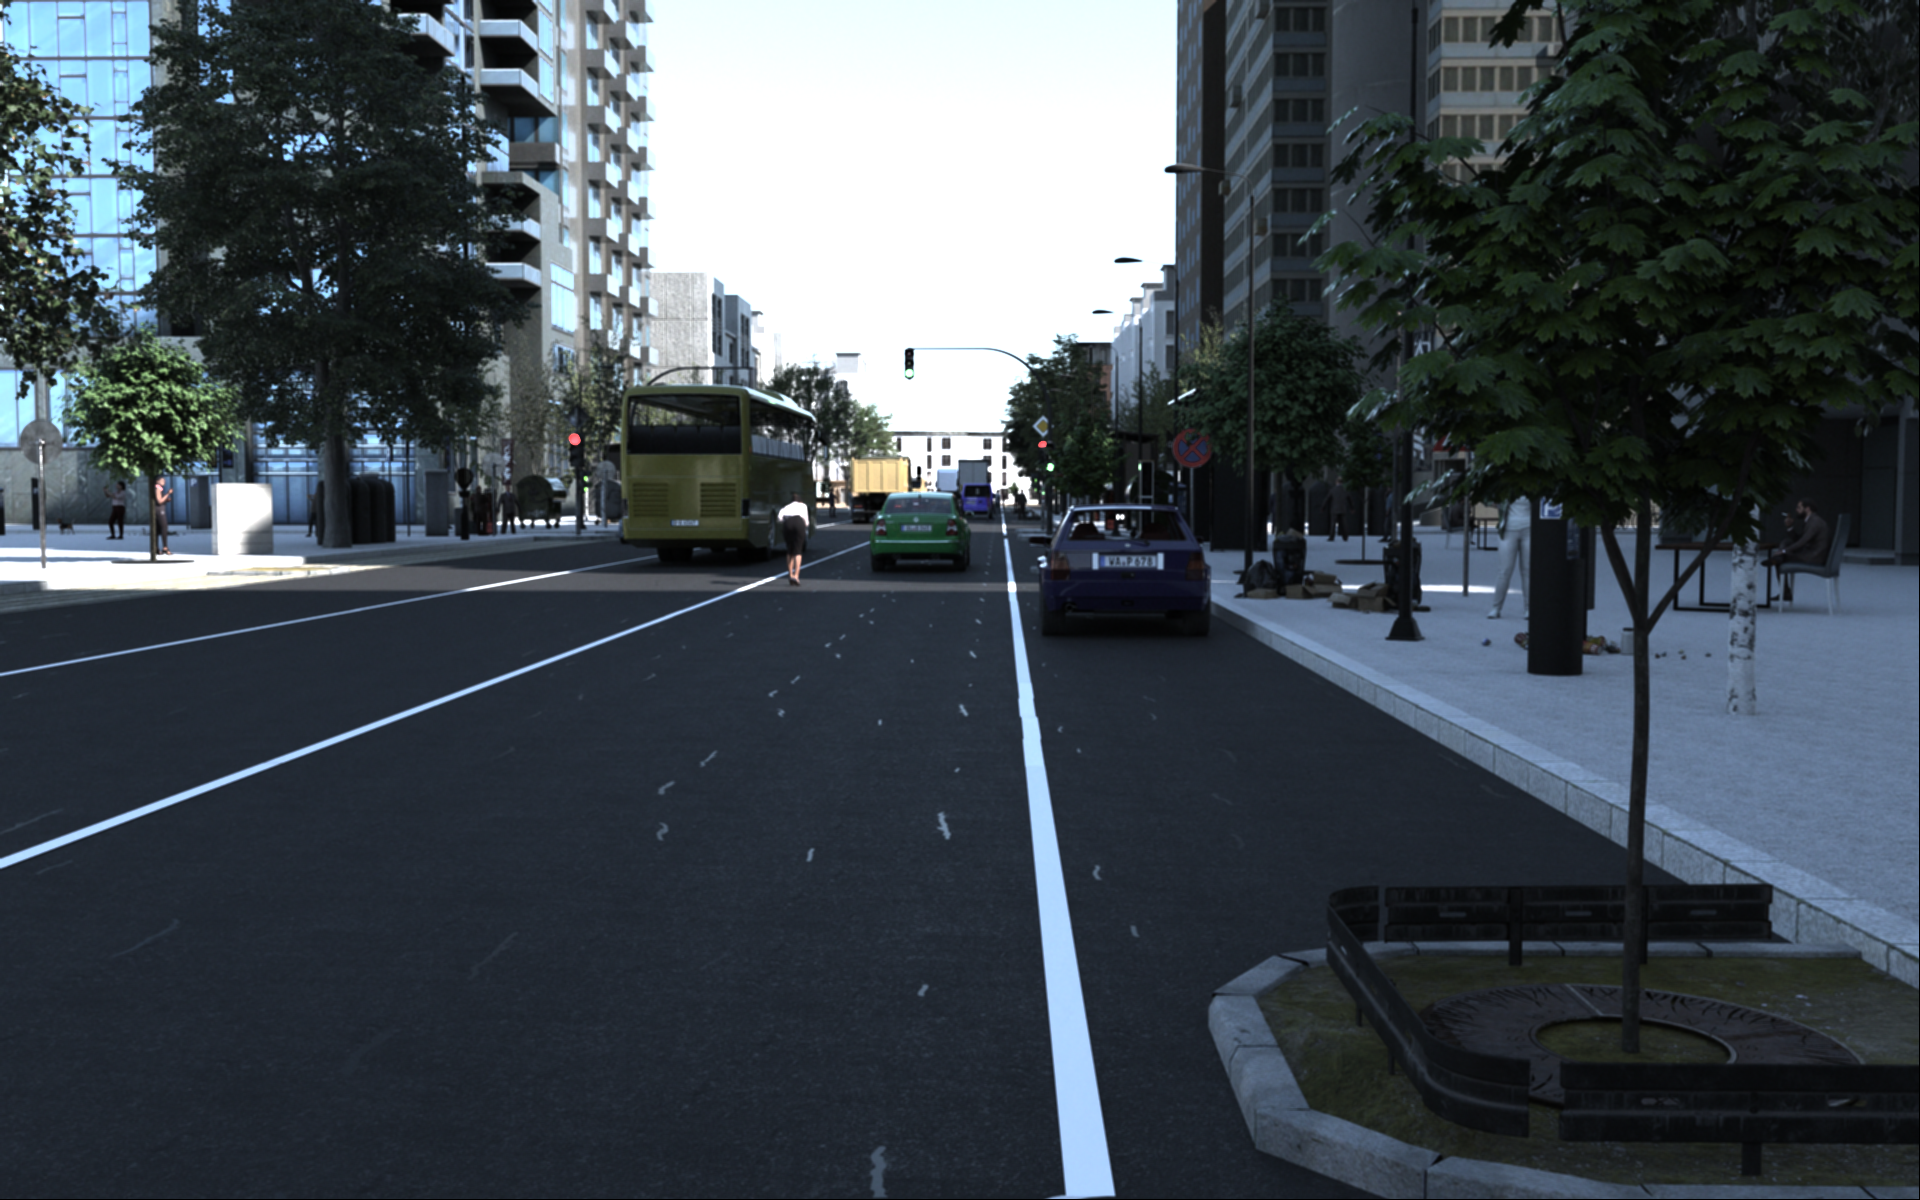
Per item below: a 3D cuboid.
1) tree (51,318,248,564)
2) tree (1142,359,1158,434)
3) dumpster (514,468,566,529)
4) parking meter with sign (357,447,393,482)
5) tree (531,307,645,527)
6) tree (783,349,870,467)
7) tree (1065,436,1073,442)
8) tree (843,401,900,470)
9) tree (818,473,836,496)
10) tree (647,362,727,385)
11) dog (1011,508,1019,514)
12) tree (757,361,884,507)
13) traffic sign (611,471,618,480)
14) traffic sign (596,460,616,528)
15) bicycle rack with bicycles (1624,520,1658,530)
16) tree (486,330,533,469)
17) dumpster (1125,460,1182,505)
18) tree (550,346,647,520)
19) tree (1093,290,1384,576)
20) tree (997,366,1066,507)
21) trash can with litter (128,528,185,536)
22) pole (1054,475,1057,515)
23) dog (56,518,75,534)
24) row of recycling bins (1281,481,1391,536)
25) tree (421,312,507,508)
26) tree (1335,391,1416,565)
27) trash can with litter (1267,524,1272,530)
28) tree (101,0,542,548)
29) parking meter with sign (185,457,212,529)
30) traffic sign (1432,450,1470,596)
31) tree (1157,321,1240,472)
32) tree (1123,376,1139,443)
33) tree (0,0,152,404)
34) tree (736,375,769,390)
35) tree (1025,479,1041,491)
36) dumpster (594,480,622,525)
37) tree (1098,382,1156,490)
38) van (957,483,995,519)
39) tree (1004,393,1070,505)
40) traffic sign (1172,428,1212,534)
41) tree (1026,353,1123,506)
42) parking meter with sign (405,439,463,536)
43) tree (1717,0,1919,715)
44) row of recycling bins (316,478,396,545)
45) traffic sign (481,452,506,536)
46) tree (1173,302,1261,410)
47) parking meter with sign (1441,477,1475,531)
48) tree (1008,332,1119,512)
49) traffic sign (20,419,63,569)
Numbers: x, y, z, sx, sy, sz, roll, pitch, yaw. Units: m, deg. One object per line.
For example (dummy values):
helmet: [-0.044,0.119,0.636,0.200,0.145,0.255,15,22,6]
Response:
tree: [-15.176,-2.969,32.258,4.285,4.588,4.351,0,3,0]
tree: [11.233,-8.223,84.809,4.737,8.622,4.395,0,3,0]
dumpster: [-15.548,-3.770,64.126,1.502,2.255,1.985,0,4,1]
parking meter with sign: [-21.682,-4.105,63.370,1.738,3.016,0.543,-2,4,-34]
tree: [-14.232,-7.219,68.393,4.360,8.622,3.978,0,3,0]
tree: [-12.871,-14.476,147.050,12.009,13.543,11.850,0,3,0]
tree: [6.198,-5.913,80.386,4.285,4.588,4.351,0,3,0]
tree: [-10.865,-17.971,211.945,7.486,12.596,7.792,0,3,0]
tree: [-11.904,-9.849,155.632,1.663,3.219,1.824,0,3,0]
tree: [-14.093,-8.889,95.697,4.737,8.622,4.395,0,3,0]
dog: [3.774,-6.025,117.791,0.540,0.507,0.406,-2,4,-33]
tree: [-12.603,-12.746,134.149,9.928,11.665,9.643,0,3,0]
traffic sign: [-15.309,-4.528,76.158,0.606,2.300,0.079,1,4,11]
traffic sign: [-13.391,-3.998,65.468,0.768,2.556,0.104,0,4,6]
bicycle rack with bicycles: [23.802,-2.954,61.685,2.925,0.926,2.852,-3,5,-39]
tree: [-18.963,-7.765,77.320,4.360,8.622,3.978,0,3,0]
dumpster: [5.578,-2.906,50.014,1.502,2.255,1.985,0,4,1]
tree: [-18.331,-8.231,84.932,4.737,8.622,4.395,0,3,0]
tree: [5.200,-2.692,27.731,4.285,4.588,4.351,0,3,0]
tree: [8.517,-16.204,171.589,9.857,13.997,8.962,0,3,0]
trash can with litter: [-24.941,-2.616,53.831,1.678,1.210,2.233,-3,5,-40]
pole: [5.970,-6.980,107.973,0.158,3.312,0.155,0,3,0]
dog: [-28.443,-2.340,55.084,0.540,0.507,0.406,-2,4,-27]
row of recycling bins: [11.665,-2.842,53.586,3.534,1.692,1.069,1,4,12]
tree: [-19.599,-7.184,67.817,4.737,8.622,4.395,0,3,0]
tree: [7.343,-2.273,31.761,1.663,3.219,1.824,0,3,0]
trash can with litter: [10.201,-3.121,62.088,2.233,1.210,1.678,2,4,27]
tree: [-14.778,-8.213,40.936,9.857,13.997,8.962,0,3,0]
parking meter with sign: [-27.851,-4.110,63.459,0.543,3.016,1.738,1,4,8]
traffic sign: [6.339,-1.324,21.648,0.884,2.594,0.081,0,4,5]
tree: [11.053,-7.530,73.474,4.737,8.622,4.395,0,3,0]
tree: [10.920,-8.560,90.312,4.737,8.622,4.395,0,3,0]
tree: [-15.445,-6.396,21.587,9.611,12.733,9.660,0,3,0]
tree: [-13.002,-9.623,107.694,4.360,8.622,3.978,0,3,0]
tree: [9.468,-15.887,210.112,4.360,8.622,3.978,0,3,0]
dumpster: [-14.545,-4.077,72.415,1.264,1.857,1.865,0,4,1]
tree: [11.265,-9.936,112.809,4.360,8.622,3.978,0,3,0]
van: [0.973,-5.928,101.313,2.240,2.365,5.245,0,4,-1]
tree: [7.643,-13.083,148.324,8.767,10.594,7.601,2,4,25]
traffic sign: [4.473,-2.033,33.354,0.768,2.556,0.104,1,4,10]
tree: [5.643,-8.538,89.961,4.737,8.622,4.395,0,3,0]
parking meter with sign: [-15.915,-3.449,52.647,1.738,3.016,0.543,-1,4,-21]
tree: [4.705,-3.627,9.660,4.360,8.622,3.978,0,3,0]
row of recycling bins: [-15.630,-2.319,45.033,1.069,1.692,3.534,0,4,5]
traffic sign: [-14.212,-3.220,52.748,0.768,2.556,0.104,0,4,8]
tree: [10.346,-7.061,65.807,4.360,8.622,3.978,0,3,0]
parking meter with sign: [17.660,-3.971,61.195,0.543,3.016,1.738,-1,4,-20]
tree: [7.230,-12.421,121.205,7.486,12.596,7.792,0,3,0]
traffic sign: [-15.693,-1.803,29.588,0.768,2.556,0.104,0,4,5]
